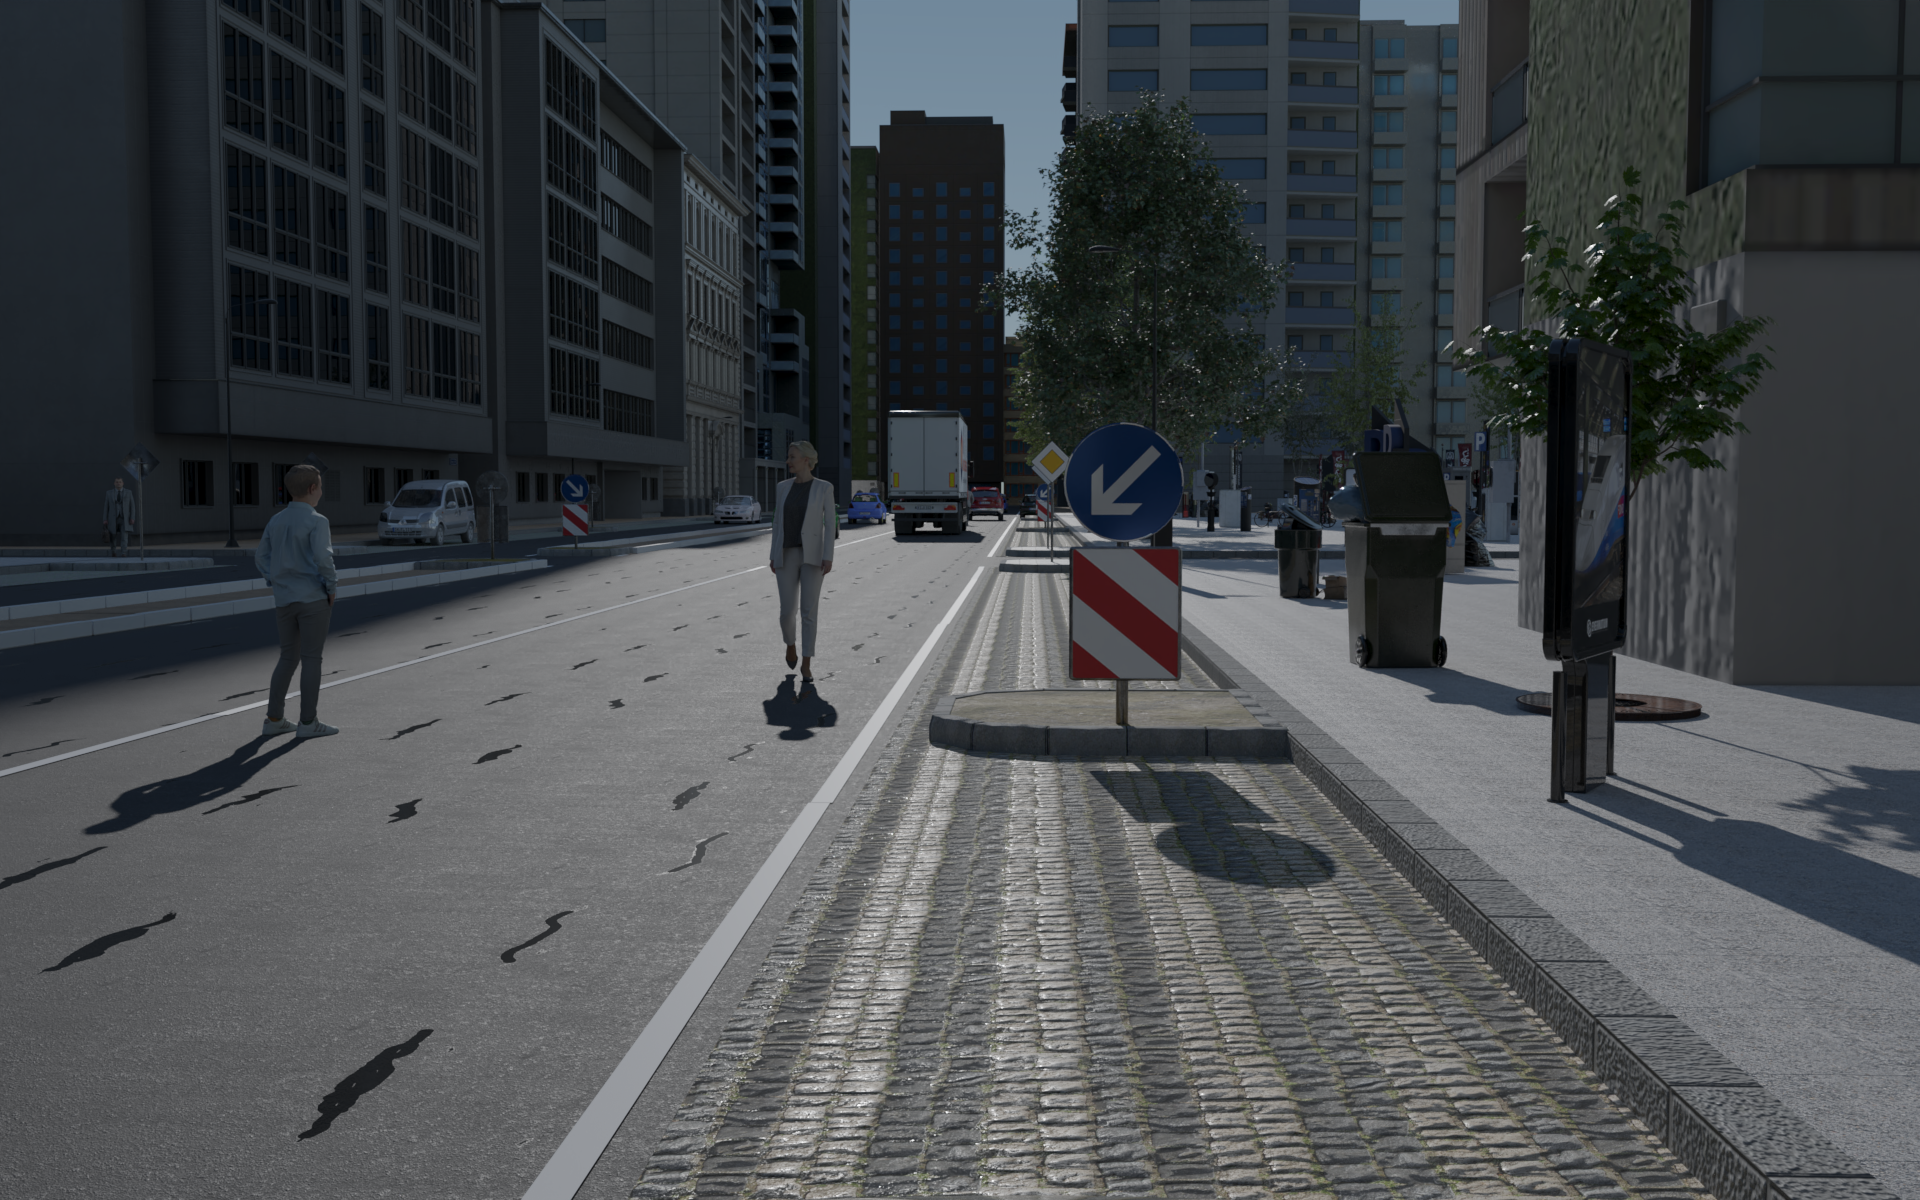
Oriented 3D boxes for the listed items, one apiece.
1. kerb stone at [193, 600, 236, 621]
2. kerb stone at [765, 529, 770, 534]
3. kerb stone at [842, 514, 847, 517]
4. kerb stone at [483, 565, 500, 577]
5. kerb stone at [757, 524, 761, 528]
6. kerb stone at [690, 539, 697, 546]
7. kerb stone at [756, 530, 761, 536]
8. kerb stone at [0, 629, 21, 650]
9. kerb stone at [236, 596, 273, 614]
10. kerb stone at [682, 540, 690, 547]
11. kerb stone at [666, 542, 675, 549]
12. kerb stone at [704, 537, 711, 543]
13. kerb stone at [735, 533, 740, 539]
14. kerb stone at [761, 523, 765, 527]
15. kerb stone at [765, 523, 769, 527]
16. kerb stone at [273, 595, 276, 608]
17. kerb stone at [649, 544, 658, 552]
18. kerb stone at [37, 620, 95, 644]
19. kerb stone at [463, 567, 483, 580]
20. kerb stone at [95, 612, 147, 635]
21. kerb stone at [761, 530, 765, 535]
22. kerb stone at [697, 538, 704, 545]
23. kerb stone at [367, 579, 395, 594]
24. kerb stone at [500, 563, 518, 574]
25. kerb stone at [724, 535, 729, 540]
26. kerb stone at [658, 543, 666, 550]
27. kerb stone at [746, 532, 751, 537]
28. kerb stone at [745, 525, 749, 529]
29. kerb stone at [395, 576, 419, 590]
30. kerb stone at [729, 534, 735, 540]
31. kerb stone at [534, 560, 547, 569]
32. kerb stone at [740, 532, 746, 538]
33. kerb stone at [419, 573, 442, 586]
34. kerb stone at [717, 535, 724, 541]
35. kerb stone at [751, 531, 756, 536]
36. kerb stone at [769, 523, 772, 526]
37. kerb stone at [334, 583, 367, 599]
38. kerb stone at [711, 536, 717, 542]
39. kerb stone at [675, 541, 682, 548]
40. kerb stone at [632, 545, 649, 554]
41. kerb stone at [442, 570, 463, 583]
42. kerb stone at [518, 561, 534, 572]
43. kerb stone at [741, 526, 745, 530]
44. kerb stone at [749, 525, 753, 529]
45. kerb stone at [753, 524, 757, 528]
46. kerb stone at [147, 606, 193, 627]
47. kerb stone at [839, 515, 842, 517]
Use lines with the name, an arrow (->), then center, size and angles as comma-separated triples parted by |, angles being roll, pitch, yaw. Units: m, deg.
kerb stone -> -8.719, 0.131, 20.080 | 0.120, 0.150, 1.000 | 0, 4, 2
kerb stone -> -6.999, -2.414, 61.659 | 0.120, 0.150, 1.000 | 0, 4, 2
kerb stone -> -7.224, -5.178, 106.851 | 0.120, 0.150, 1.000 | 0, 4, 2
kerb stone -> -8.304, -0.497, 30.327 | 0.120, 0.150, 1.000 | 0, 4, 2
kerb stone -> -8.627, -3.102, 73.023 | 0.120, 0.150, 1.000 | 0, 4, 2
kerb stone -> -7.561, -1.597, 48.309 | 0.120, 0.150, 1.000 | 0, 4, 2
kerb stone -> -7.085, -2.288, 59.606 | 0.120, 0.150, 1.000 | 0, 4, 2
kerb stone -> -8.892, 0.380, 15.985 | 0.120, 0.150, 1.000 | 0, 4, 2
kerb stone -> -8.679, 0.066, 21.109 | 0.120, 0.150, 1.000 | 0, 4, 2
kerb stone -> -7.593, -1.534, 47.277 | 0.120, 0.150, 1.000 | 0, 4, 2
kerb stone -> -7.684, -1.405, 45.235 | 0.120, 0.150, 1.000 | 0, 4, 2
kerb stone -> -7.462, -1.723, 50.360 | 0.120, 0.150, 1.000 | 0, 4, 2
kerb stone -> -7.259, -2.036, 55.490 | 0.120, 0.150, 1.000 | 0, 4, 2
kerb stone -> -8.594, -3.164, 74.048 | 0.120, 0.150, 1.000 | 0, 4, 2
kerb stone -> -8.543, -3.235, 75.080 | 0.120, 0.150, 1.000 | 0, 4, 2
kerb stone -> -8.642, 0.008, 22.130 | 0.120, 0.150, 1.000 | 0, 4, 2
kerb stone -> -7.764, -1.284, 43.189 | 0.120, 0.150, 1.000 | 0, 4, 2
kerb stone -> -8.855, 0.317, 17.007 | 0.120, 0.150, 1.000 | 0, 4, 2
kerb stone -> -8.340, -0.435, 29.305 | 0.120, 0.150, 1.000 | 0, 4, 2
kerb stone -> -8.810, 0.259, 18.038 | 0.120, 0.150, 1.000 | 0, 4, 2
kerb stone -> -7.040, -2.351, 60.630 | 0.120, 0.150, 1.000 | 0, 4, 2
kerb stone -> -7.510, -1.657, 49.339 | 0.120, 0.150, 1.000 | 0, 4, 2
kerb stone -> -8.508, -0.180, 25.199 | 0.120, 0.150, 1.000 | 0, 4, 2
kerb stone -> -8.260, -0.561, 31.365 | 0.120, 0.150, 1.000 | 0, 4, 2
kerb stone -> -7.342, -1.910, 53.447 | 0.120, 0.150, 1.000 | 0, 4, 2
kerb stone -> -7.725, -1.347, 44.213 | 0.120, 0.150, 1.000 | 0, 4, 2
kerb stone -> -7.171, -2.162, 57.543 | 0.120, 0.150, 1.000 | 0, 4, 2
kerb stone -> -8.760, -2.921, 69.950 | 0.120, 0.150, 1.000 | 0, 4, 2
kerb stone -> -8.463, -0.246, 26.221 | 0.120, 0.150, 1.000 | 0, 4, 2
kerb stone -> -7.292, -1.974, 54.468 | 0.120, 0.150, 1.000 | 0, 4, 2
kerb stone -> -8.167, -0.685, 33.428 | 0.120, 0.150, 1.000 | 0, 4, 2
kerb stone -> -7.216, -2.099, 56.521 | 0.120, 0.150, 1.000 | 0, 4, 2
kerb stone -> -8.424, -0.310, 27.257 | 0.120, 0.150, 1.000 | 0, 4, 2
kerb stone -> -7.382, -1.849, 52.419 | 0.120, 0.150, 1.000 | 0, 4, 2
kerb stone -> -7.128, -2.225, 58.575 | 0.120, 0.150, 1.000 | 0, 4, 2
kerb stone -> -8.502, -3.290, 76.102 | 0.120, 0.150, 1.000 | 0, 4, 2
kerb stone -> -8.558, -0.114, 24.173 | 0.120, 0.150, 1.000 | 0, 4, 2
kerb stone -> -7.425, -1.785, 51.381 | 0.120, 0.150, 1.000 | 0, 4, 2
kerb stone -> -7.644, -1.469, 46.256 | 0.120, 0.150, 1.000 | 0, 4, 2
kerb stone -> -7.803, -1.221, 42.155 | 0.120, 0.150, 1.000 | 0, 4, 2
kerb stone -> -8.380, -0.372, 28.284 | 0.120, 0.150, 1.000 | 0, 4, 2
kerb stone -> -8.214, -0.624, 32.395 | 0.120, 0.150, 1.000 | 0, 4, 2
kerb stone -> -8.801, -2.858, 68.925 | 0.120, 0.150, 1.000 | 0, 4, 2
kerb stone -> -8.718, -2.982, 70.972 | 0.120, 0.150, 1.000 | 0, 4, 2
kerb stone -> -8.669, -3.044, 71.993 | 0.120, 0.150, 1.000 | 0, 4, 2
kerb stone -> -8.773, 0.192, 19.059 | 0.120, 0.150, 1.000 | 0, 4, 2
kerb stone -> -7.356, -4.987, 103.782 | 0.120, 0.150, 1.000 | 0, 4, 2
